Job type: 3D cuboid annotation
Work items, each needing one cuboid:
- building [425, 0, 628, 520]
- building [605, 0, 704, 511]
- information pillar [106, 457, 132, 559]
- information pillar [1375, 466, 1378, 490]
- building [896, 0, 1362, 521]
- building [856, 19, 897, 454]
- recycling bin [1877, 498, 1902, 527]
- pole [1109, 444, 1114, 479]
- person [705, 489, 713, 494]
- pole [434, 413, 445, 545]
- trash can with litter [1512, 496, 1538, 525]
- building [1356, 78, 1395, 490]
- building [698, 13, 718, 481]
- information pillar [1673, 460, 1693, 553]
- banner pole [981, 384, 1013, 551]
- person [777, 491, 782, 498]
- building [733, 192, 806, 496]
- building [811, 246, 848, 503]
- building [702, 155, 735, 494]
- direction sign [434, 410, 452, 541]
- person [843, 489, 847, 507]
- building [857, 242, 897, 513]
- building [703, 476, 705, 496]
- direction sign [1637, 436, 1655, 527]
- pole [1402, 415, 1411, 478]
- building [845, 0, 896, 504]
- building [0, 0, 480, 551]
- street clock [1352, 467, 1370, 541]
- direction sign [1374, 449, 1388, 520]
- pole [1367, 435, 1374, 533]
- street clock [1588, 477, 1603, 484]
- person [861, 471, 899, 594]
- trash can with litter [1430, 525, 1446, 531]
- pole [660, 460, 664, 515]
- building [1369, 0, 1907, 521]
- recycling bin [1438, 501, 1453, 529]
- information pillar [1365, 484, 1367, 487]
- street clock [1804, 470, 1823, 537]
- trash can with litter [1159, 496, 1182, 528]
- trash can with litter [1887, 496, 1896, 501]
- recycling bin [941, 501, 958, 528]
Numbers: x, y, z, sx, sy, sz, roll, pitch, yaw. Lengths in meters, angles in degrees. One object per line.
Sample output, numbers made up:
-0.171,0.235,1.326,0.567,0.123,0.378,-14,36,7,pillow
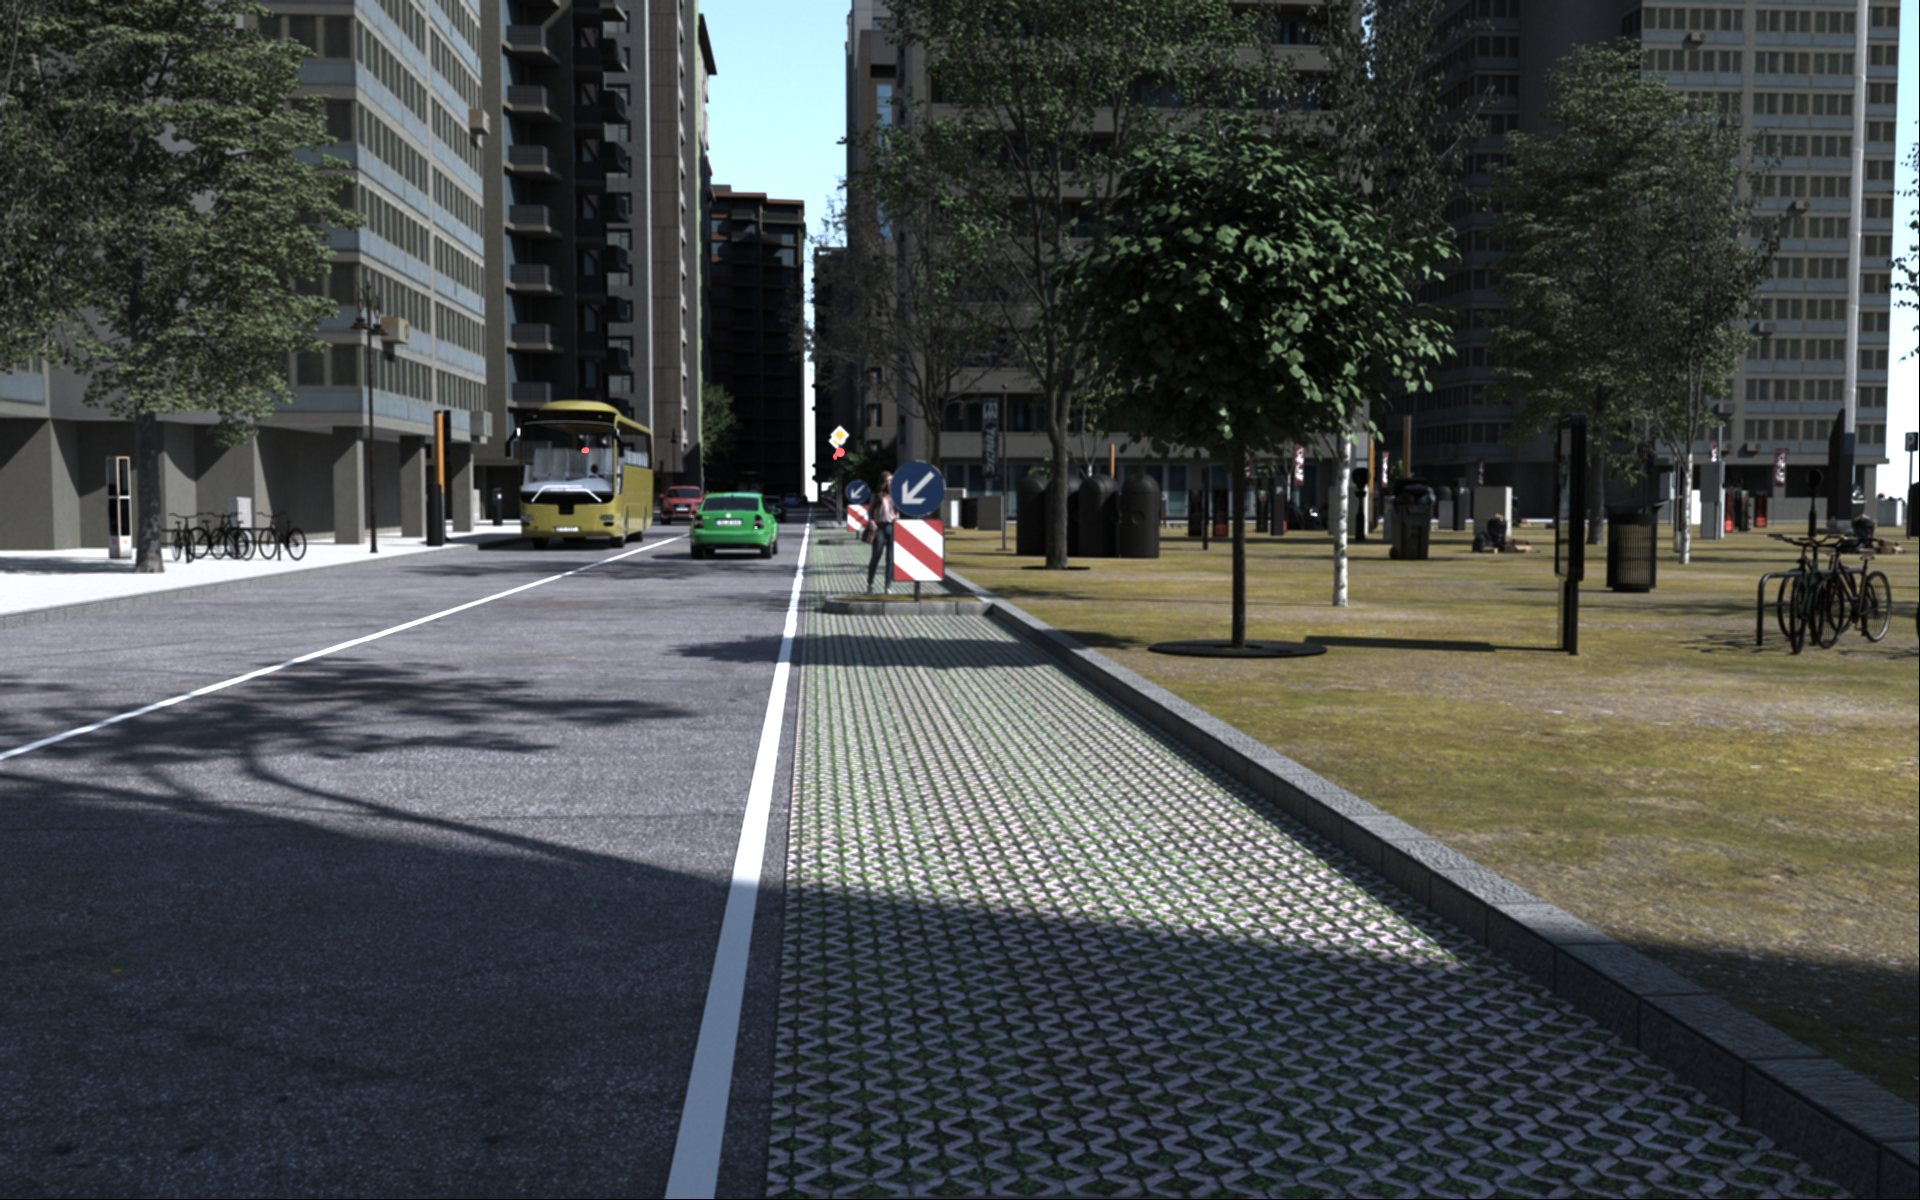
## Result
-30.505,-27.043,96.775,22.147,44.769,28.867,0,4,-5,building
-26.862,-27.258,129.262,14.154,41.232,14.086,0,4,-5,building
-16.581,-1.814,34.152,0.304,2.012,0.304,1,4,22,information pillar
28.458,-7.763,118.284,0.183,3.616,0.504,-2,4,-26,information pillar
7.378,-28.541,90.354,21.600,48.544,21.300,0,4,-5,building
-2.747,-31.536,165.718,14.600,45.320,14.200,0,4,-5,building
36.863,-3.432,68.662,0.722,1.027,0.722,3,5,42,recycling bin
6.209,-4.723,71.072,0.158,3.312,0.155,0,3,0,pole
-23.805,-9.619,164.122,0.742,1.727,0.445,-3,4,-36,person
-13.140,-3.051,43.720,0.158,3.312,0.155,0,3,0,pole
23.019,-3.770,72.699,1.678,1.210,2.233,-2,4,-26,trash can with litter
44.554,-38.518,219.011,27.495,52.752,28.713,0,4,-5,building
-41.389,-36.689,189.105,28.713,52.752,27.495,0,4,-5,building
15.798,-2.040,37.850,0.304,2.012,0.304,1,4,12,information pillar
0.825,-3.024,39.466,0.863,3.779,0.401,3,4,36,banner pole
-23.897,-13.527,229.656,1.348,1.826,0.705,2,4,29,person
-36.350,-36.248,247.271,28.867,44.769,22.147,0,4,-5,building
-9.822,-34.424,254.706,23.993,40.220,32.217,0,4,-5,building
-43.588,-34.305,215.505,28.867,44.769,22.147,0,4,-5,building
-14.019,-3.364,47.006,0.379,3.537,0.876,-3,5,-44,direction sign
-10.920,-9.761,165.732,0.705,1.812,1.348,-2,4,-26,person
6.239,-17.694,134.328,27.650,21.520,28.899,0,4,-5,building
-40.841,-28.860,163.747,32.217,40.220,23.993,0,4,-5,building
27.072,-4.675,68.441,0.379,3.537,0.876,-2,4,-25,direction sign
11.606,-3.132,45.050,0.158,3.312,0.155,0,3,0,pole
-3.552,-41.147,214.749,21.231,58.520,28.212,0,4,-5,building
-27.204,-21.968,51.063,23.993,40.220,32.217,0,4,-5,building
10.915,-2.607,47.188,0.471,2.002,0.358,-2,4,-26,street clock
20.826,-5.766,86.273,0.876,3.537,0.379,1,4,17,direction sign
13.416,-3.838,56.601,0.158,3.312,0.155,0,3,0,pole
21.974,-3.387,59.950,0.358,2.002,0.471,-2,4,-24,street clock
-1.113,-0.947,24.569,0.593,1.750,0.643,-1,4,-10,person
15.696,-3.007,60.221,1.678,1.210,2.233,-2,4,-27,trash can with litter
-18.014,-6.779,104.679,0.158,3.312,0.155,0,3,0,pole
37.703,-24.807,97.468,23.993,40.220,32.217,0,4,-5,building
18.010,-3.120,63.567,0.722,1.027,0.722,2,4,32,recycling bin
35.237,-9.713,150.157,0.504,3.616,0.183,0,4,4,information pillar
25.368,-2.870,51.498,0.471,2.002,0.358,3,4,38,street clock
7.924,-3.347,65.780,1.678,1.210,2.233,2,4,27,trash can with litter
60.695,-6.173,112.316,1.055,1.170,0.624,1,4,18,trash can with litter
-0.514,-3.233,65.417,0.722,1.027,0.722,1,4,20,recycling bin
